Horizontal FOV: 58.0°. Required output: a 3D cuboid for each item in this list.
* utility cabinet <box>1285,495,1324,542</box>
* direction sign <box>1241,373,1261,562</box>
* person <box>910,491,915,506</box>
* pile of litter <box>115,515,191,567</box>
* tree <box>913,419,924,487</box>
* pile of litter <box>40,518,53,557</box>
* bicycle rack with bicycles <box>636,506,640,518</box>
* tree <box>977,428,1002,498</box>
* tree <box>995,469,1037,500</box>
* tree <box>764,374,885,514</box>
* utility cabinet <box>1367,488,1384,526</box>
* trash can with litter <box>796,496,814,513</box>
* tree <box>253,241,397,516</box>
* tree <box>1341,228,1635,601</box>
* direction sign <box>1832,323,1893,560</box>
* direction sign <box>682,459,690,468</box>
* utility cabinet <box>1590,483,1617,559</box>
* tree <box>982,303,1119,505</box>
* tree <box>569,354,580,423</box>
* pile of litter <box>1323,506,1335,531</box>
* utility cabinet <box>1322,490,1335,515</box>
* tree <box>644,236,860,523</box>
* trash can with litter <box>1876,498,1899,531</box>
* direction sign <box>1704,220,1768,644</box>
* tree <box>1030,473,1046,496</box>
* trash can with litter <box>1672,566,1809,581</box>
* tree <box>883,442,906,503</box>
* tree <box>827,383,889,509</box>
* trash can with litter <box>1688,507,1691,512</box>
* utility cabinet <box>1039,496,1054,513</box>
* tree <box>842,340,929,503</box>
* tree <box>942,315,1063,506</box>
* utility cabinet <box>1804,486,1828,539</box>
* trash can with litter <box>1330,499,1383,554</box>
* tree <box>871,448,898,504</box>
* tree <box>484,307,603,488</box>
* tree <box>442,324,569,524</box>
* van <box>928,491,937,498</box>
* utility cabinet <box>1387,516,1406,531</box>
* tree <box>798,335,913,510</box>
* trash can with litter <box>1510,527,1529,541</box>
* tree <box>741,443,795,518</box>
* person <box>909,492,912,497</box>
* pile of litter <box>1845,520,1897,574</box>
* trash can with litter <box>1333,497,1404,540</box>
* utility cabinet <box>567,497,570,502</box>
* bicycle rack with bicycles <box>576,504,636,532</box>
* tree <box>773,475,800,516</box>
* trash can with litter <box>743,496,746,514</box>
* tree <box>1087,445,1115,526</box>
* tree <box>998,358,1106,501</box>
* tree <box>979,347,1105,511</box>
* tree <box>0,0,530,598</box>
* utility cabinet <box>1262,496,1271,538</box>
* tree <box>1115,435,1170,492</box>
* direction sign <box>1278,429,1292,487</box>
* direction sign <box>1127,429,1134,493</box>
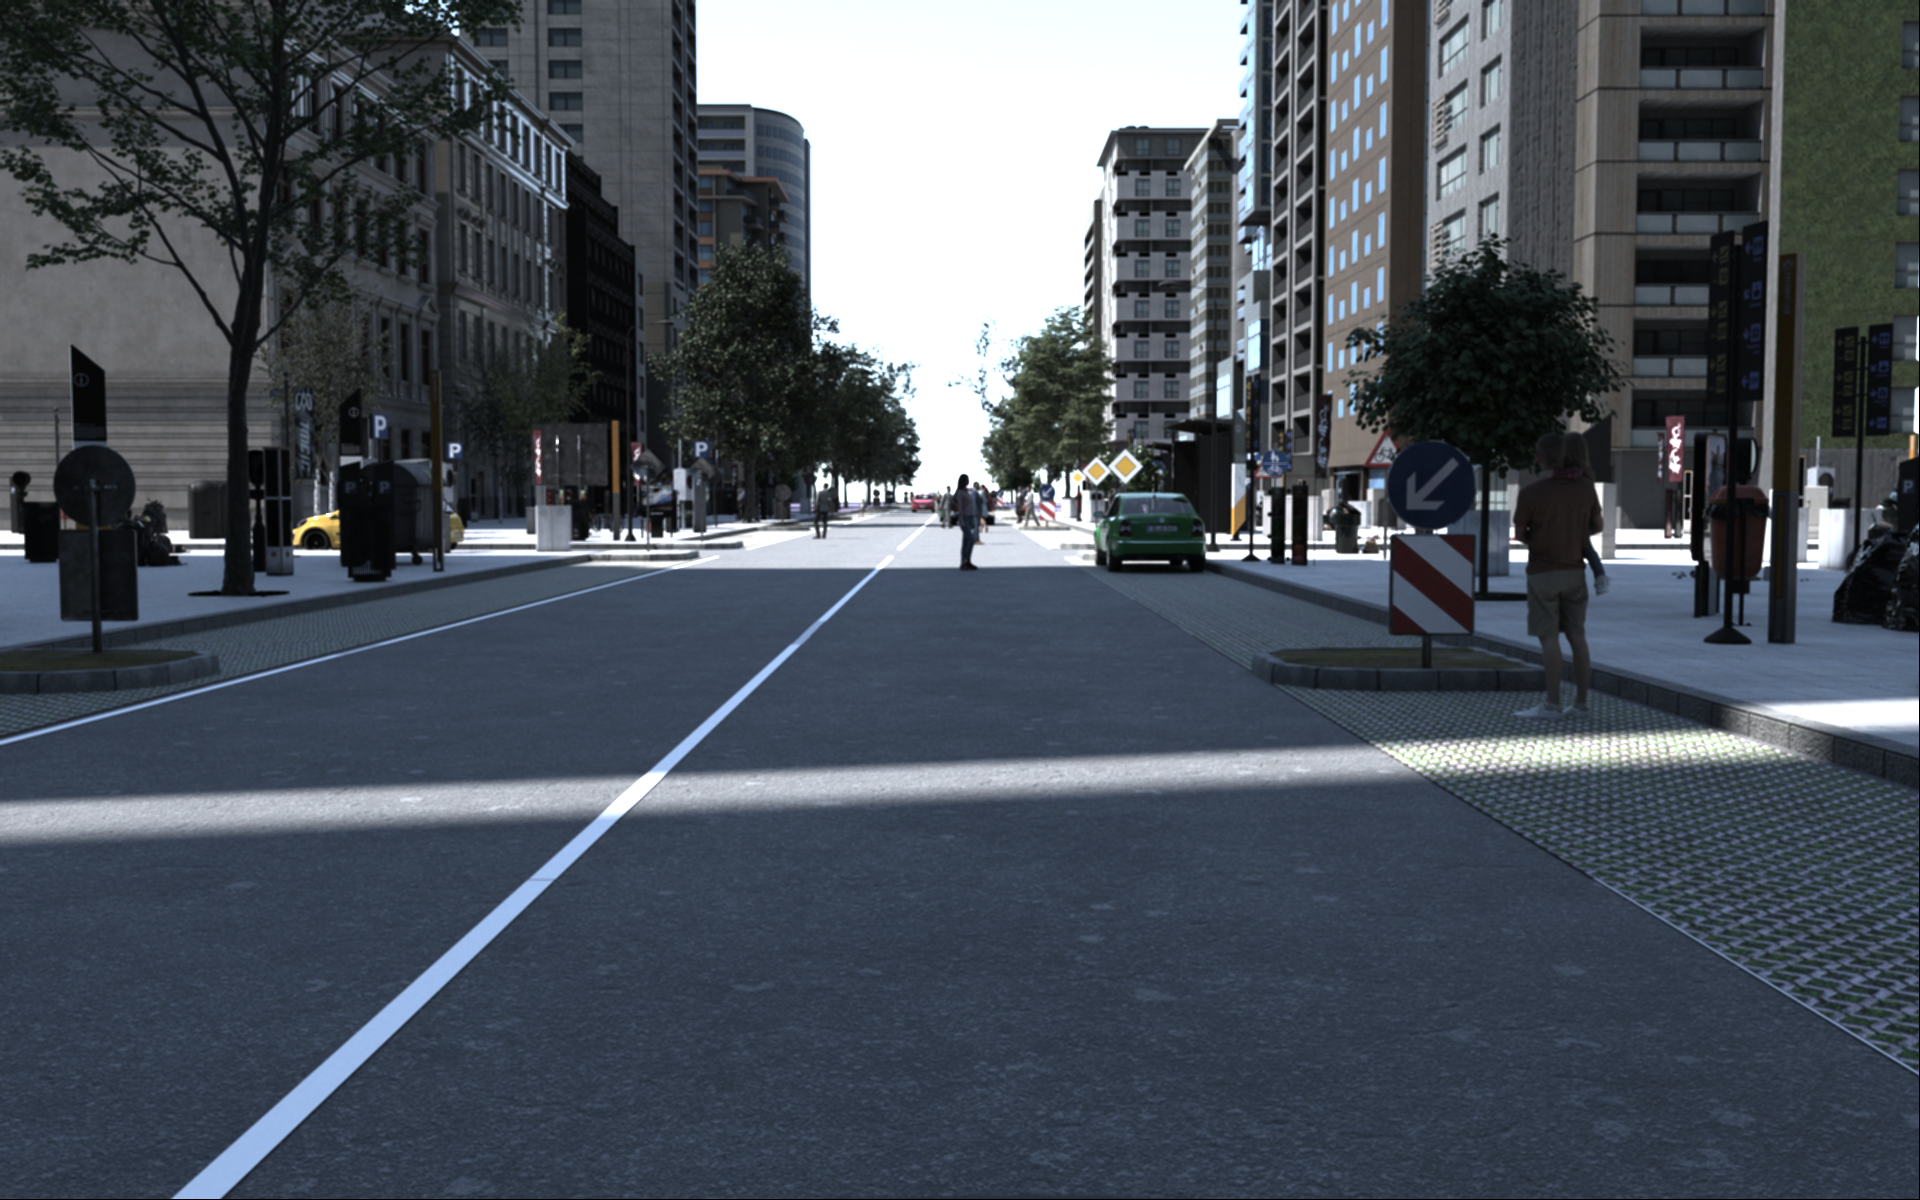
[{"bbox_3d":[9.355,-2.198,47.094,1.020,1.237,0.306,3,5,40],"label":"utility cabinet"},{"bbox_3d":[5.567,-2.508,33.005,0.379,3.537,0.876,0,4,-6],"label":"direction sign"},{"bbox_3d":[-5.609,-12.058,205.653,0.705,1.823,1.348,3,4,36],"label":"person"},{"bbox_3d":[-14.764,-1.035,30.894,1.719,0.858,1.176,-1,4,-9],"label":"pile of litter"},{"bbox_3d":[-10.251,-17.469,192.277,9.857,13.997,8.962,0,3,0],"label":"tree"},{"bbox_3d":[-18.242,-1.294,35.120,1.176,0.858,1.719,-1,4,-23],"label":"pile of litter"},{"bbox_3d":[-18.214,-4.926,93.920,2.925,0.926,2.852,0,4,-5],"label":"bicycle rack with bicycles"},{"bbox_3d":[6.213,-20.932,267.986,9.928,11.665,9.643,0,3,0],"label":"tree"},{"bbox_3d":[5.770,-11.170,166.349,4.285,4.588,4.351,0,3,0],"label":"tree"},{"bbox_3d":[-9.659,-11.873,128.537,8.767,10.594,7.601,0,4,1],"label":"tree"},{"bbox_3d":[16.457,-3.657,68.479,0.318,1.500,1.173,3,4,38],"label":"utility cabinet"},{"bbox_3d":[-10.378,-6.564,118.376,1.678,1.210,2.233,0,4,-4],"label":"trash can with litter"},{"bbox_3d":[-18.493,-6.085,49.849,4.360,8.622,3.978,0,3,0],"label":"tree"},{"bbox_3d":[6.548,-2.298,21.285,4.285,4.588,4.351,0,3,0],"label":"tree"},{"bbox_3d":[12.172,-1.923,23.433,0.379,3.537,0.876,-1,4,-23],"label":"direction sign"},{"bbox_3d":[-13.644,-5.746,85.949,0.379,3.537,0.876,-3,4,-39],"label":"direction sign"},{"bbox_3d":[12.514,-1.561,34.201,0.318,1.500,1.173,-1,4,-10],"label":"utility cabinet"},{"bbox_3d":[6.108,-11.336,103.476,7.486,12.596,7.792,0,3,0],"label":"tree"},{"bbox_3d":[-20.028,-8.096,82.737,4.360,8.622,3.978,0,3,0],"label":"tree"},{"bbox_3d":[12.810,-2.859,60.709,1.719,0.858,1.176,-3,4,-36],"label":"pile of litter"},{"bbox_3d":[17.902,-4.621,84.235,0.318,1.500,1.173,0,4,-6],"label":"utility cabinet"},{"bbox_3d":[-9.315,-9.790,77.072,9.611,12.733,9.660,0,3,0],"label":"tree"},{"bbox_3d":[26.418,-2.292,48.856,1.055,1.170,0.624,-1,4,-22],"label":"trash can with litter"},{"bbox_3d":[6.630,-1.398,14.854,0.379,3.537,0.876,0,4,-5],"label":"direction sign"},{"bbox_3d":[6.486,-9.262,146.043,1.663,3.219,1.824,0,3,0],"label":"tree"},{"bbox_3d":[11.709,-0.941,26.438,1.678,1.210,2.233,0,4,-4],"label":"trash can with litter"},{"bbox_3d":[-9.179,-17.744,240.476,4.737,8.622,4.395,0,3,0],"label":"tree"},{"bbox_3d":[-10.098,-13.928,153.470,9.928,11.665,9.643,0,3,0],"label":"tree"},{"bbox_3d":[20.750,-2.232,47.879,1.055,1.170,0.624,0,4,4],"label":"trash can with litter"},{"bbox_3d":[5.800,-6.415,116.042,1.020,1.237,0.306,-1,4,-18],"label":"utility cabinet"},{"bbox_3d":[-10.459,-22.018,215.890,12.611,20.169,13.585,0,3,0],"label":"tree"},{"bbox_3d":[4.979,-20.061,183.885,12.611,20.169,13.585,0,3,0],"label":"tree"},{"bbox_3d":[23.658,-2.438,48.544,1.173,1.500,0.318,2,4,23],"label":"utility cabinet"},{"bbox_3d":[8.530,-1.580,37.226,1.055,1.170,0.624,0,4,-7],"label":"trash can with litter"},{"bbox_3d":[-10.224,-17.004,228.382,4.360,8.622,3.978,0,3,0],"label":"tree"},{"bbox_3d":[-16.122,-7.156,67.361,4.737,8.622,4.395,0,3,0],"label":"tree"},{"bbox_3d":[-19.857,-7.568,74.101,4.360,8.622,3.978,0,3,0],"label":"tree"},{"bbox_3d":[-4.391,-16.331,274.027,2.013,2.044,4.112,0,4,2],"label":"van"},{"bbox_3d":[15.386,-3.060,61.190,0.306,1.237,1.020,3,5,44],"label":"utility cabinet"},{"bbox_3d":[-9.816,-14.192,138.688,9.857,13.997,8.962,0,3,0],"label":"tree"},{"bbox_3d":[15.691,-2.198,46.989,1.678,1.210,2.233,-3,5,-42],"label":"trash can with litter"},{"bbox_3d":[-10.110,-6.677,92.883,4.285,4.588,4.351,0,3,0],"label":"tree"},{"bbox_3d":[-6.936,-14.555,247.201,0.721,1.743,1.217,2,4,34],"label":"person"},{"bbox_3d":[15.128,-0.859,28.015,1.719,0.858,1.176,0,4,3],"label":"pile of litter"},{"bbox_3d":[11.766,-2.334,49.215,2.233,1.210,1.678,1,4,19],"label":"trash can with litter"},{"bbox_3d":[-11.698,-2.457,51.338,0.306,1.237,1.020,-1,4,-14],"label":"utility cabinet"},{"bbox_3d":[-12.768,-2.762,58.534,2.852,0.926,2.925,-1,4,-23],"label":"bicycle rack with bicycles"},{"bbox_3d":[-10.101,-6.426,99.671,1.663,3.219,1.824,0,3,0],"label":"tree"},{"bbox_3d":[-12.511,-5.400,99.684,0.624,1.170,1.055,-2,4,-31],"label":"trash can with litter"},{"bbox_3d":[5.856,-4.542,68.855,1.663,3.219,1.824,0,3,0],"label":"tree"},{"bbox_3d":[6.222,-11.028,114.716,8.767,10.594,7.601,3,5,43],"label":"tree"},{"bbox_3d":[6.651,-13.024,129.946,9.611,12.733,9.660,0,3,0],"label":"tree"},{"bbox_3d":[-8.973,-5.863,21.609,9.928,11.665,9.643,0,3,0],"label":"tree"},{"bbox_3d":[9.340,-2.411,50.576,1.020,1.237,0.306,3,5,43],"label":"utility cabinet"},{"bbox_3d":[6.093,-3.819,57.035,1.663,3.219,1.824,0,3,0],"label":"tree"},{"bbox_3d":[11.368,-4.198,60.629,0.379,3.537,0.876,-1,4,-21],"label":"direction sign"},{"bbox_3d":[5.951,-4.184,60.410,0.379,3.537,0.876,0,4,-8],"label":"direction sign"}]
